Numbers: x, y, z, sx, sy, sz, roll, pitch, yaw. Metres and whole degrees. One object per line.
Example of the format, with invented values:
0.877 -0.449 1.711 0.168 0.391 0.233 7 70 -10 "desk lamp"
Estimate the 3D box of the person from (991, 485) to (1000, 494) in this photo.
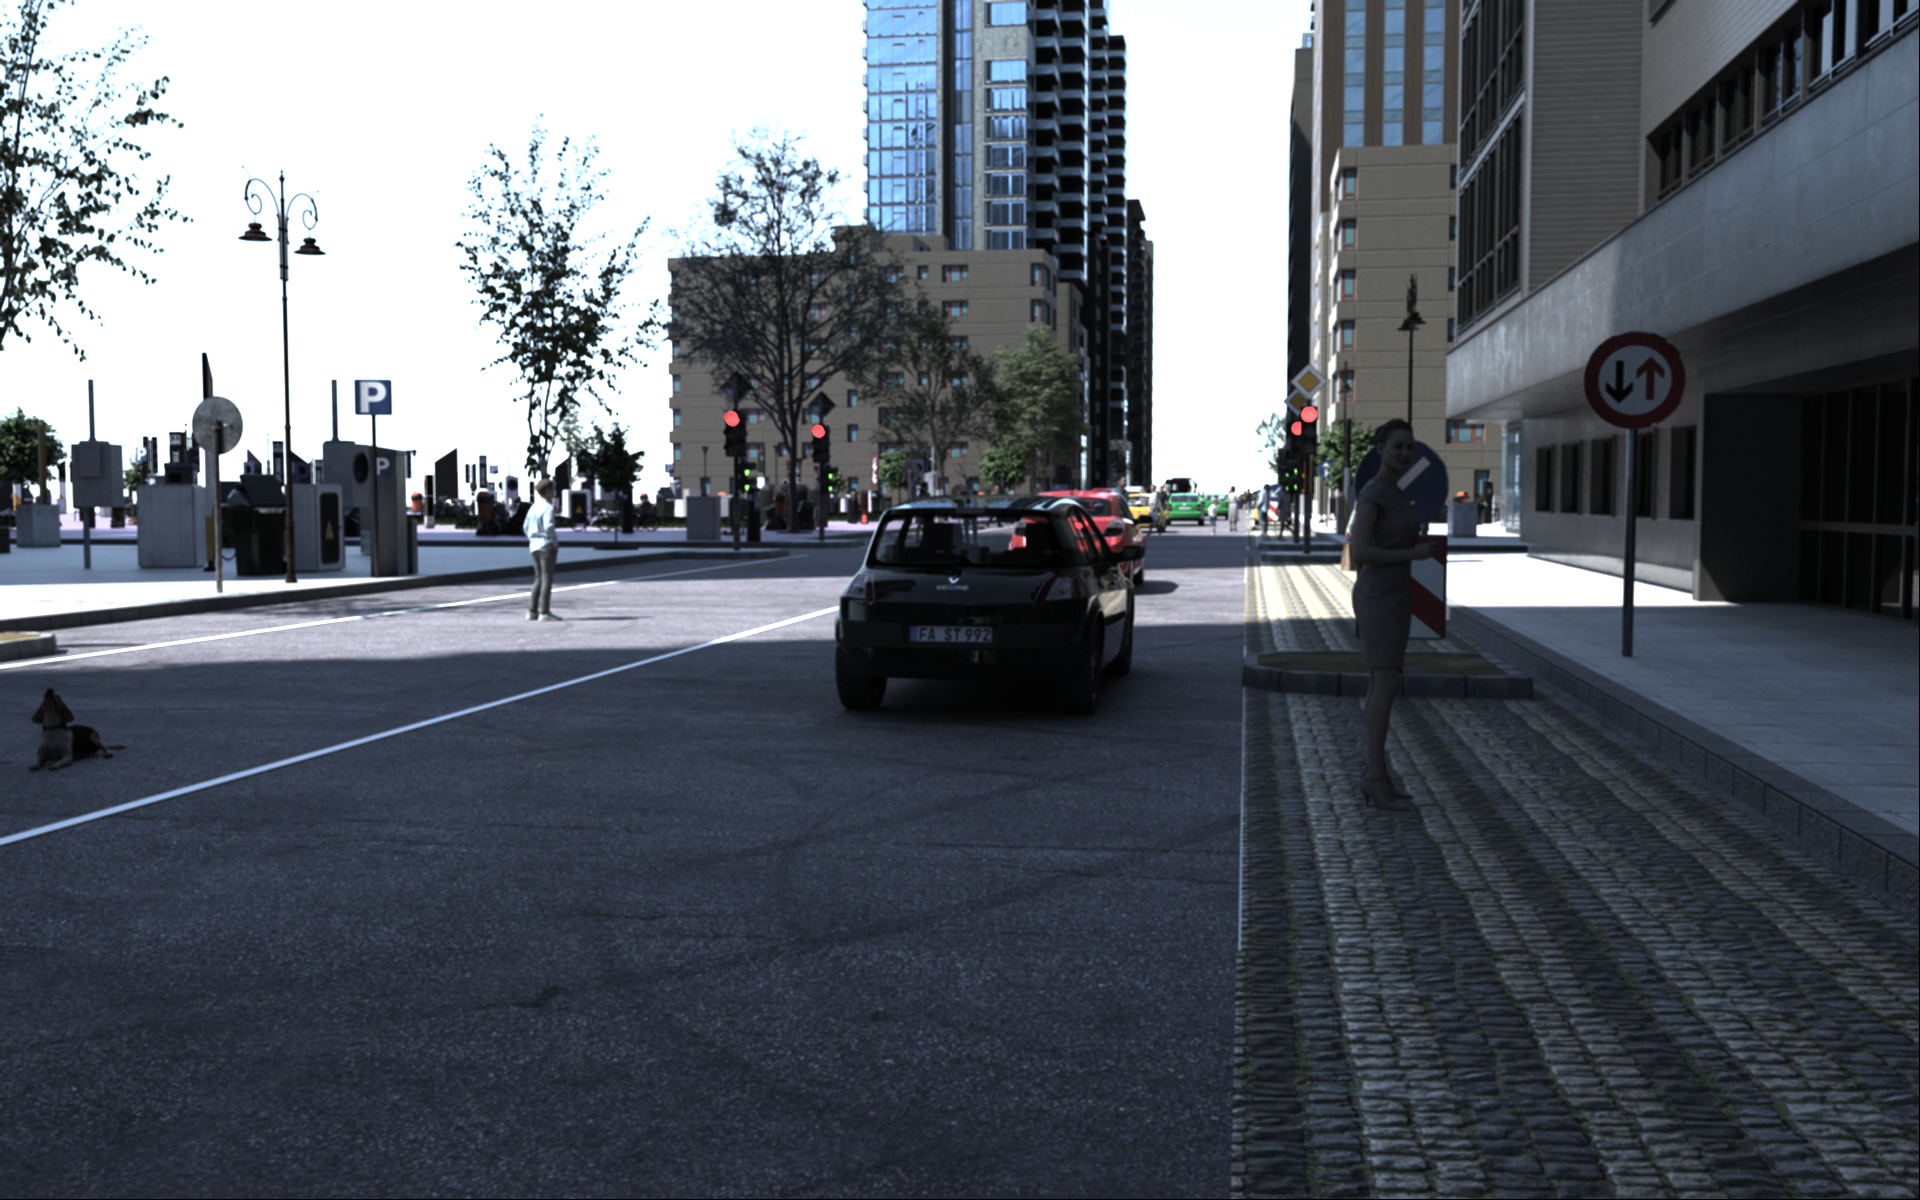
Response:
1.501 -4.043 74.517 0.836 1.842 0.656 0 4 8 "person"

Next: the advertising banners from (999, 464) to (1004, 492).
2.241 -6.454 101.706 0.090 3.025 2.074 1 4 20 "advertising banners"

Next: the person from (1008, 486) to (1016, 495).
2.578 -4.678 85.106 0.853 1.813 0.709 -3 4 -38 "person"

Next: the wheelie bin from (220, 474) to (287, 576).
-11.099 -1.189 27.341 0.693 1.594 0.980 2 4 32 "wheelie bin"

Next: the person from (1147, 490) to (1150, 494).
16.455 -8.712 150.958 0.705 1.821 1.348 -1 4 -17 "person"

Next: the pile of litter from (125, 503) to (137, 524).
-35.678 -3.756 75.370 1.176 0.858 1.719 1 4 21 "pile of litter"

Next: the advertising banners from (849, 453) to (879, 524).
-4.098 -4.760 74.012 0.090 3.025 2.074 -3 5 -41 "advertising banners"

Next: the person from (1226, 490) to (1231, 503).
20.643 -7.566 132.751 0.990 1.755 0.434 1 4 15 "person"

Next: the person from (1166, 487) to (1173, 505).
12.094 -5.635 100.405 0.659 1.850 0.755 2 4 26 "person"

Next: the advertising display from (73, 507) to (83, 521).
-41.172 -4.655 81.318 0.974 1.923 0.123 0 4 5 "advertising display"

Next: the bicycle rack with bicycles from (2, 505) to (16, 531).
-31.653 -2.643 56.588 2.852 0.926 2.925 -1 4 -11 "bicycle rack with bicycles"

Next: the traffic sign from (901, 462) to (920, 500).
-1.967 -4.187 68.568 0.768 2.556 0.104 1 4 14 "traffic sign"

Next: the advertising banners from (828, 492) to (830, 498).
-8.608 -6.910 109.171 0.090 3.025 2.074 2 4 31 "advertising banners"

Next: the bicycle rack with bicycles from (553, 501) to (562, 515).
-21.060 -4.899 93.473 2.852 0.926 2.925 0 4 2 "bicycle rack with bicycles"

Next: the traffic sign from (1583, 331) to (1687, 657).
5.278 -0.827 13.622 0.768 2.556 0.104 1 4 12 "traffic sign"

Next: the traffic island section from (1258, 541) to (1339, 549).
8.818 -1.407 45.286 2.009 0.180 2.903 1 4 9 "traffic island section"

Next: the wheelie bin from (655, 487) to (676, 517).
-12.679 -4.064 74.350 0.693 1.594 0.980 3 4 37 "wheelie bin"

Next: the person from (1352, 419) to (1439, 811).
2.011 0.049 8.046 0.374 1.781 0.599 2 4 32 "person"

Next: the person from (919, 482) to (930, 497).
-1.062 -2.593 51.139 0.529 1.795 0.600 1 4 12 "person"

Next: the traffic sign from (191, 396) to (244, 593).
-9.621 -1.365 22.431 0.768 2.556 0.104 1 4 13 "traffic sign"

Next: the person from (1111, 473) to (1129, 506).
2.965 -1.476 32.652 0.620 1.820 0.660 2 4 34 "person"

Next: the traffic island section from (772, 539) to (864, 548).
-3.801 -1.535 47.374 2.009 0.180 2.903 1 4 9 "traffic island section"

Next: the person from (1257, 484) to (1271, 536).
10.396 -3.082 59.152 0.793 1.790 0.793 1 4 12 "person"

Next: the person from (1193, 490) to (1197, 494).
20.880 -8.876 153.629 0.705 1.823 1.348 0 4 -6 "person"

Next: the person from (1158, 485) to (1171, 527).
8.467 -4.006 74.218 0.699 1.804 1.509 -1 4 -18 "person"

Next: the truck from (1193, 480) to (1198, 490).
30.218 -14.455 232.260 3.469 3.379 9.791 1 4 9 "truck"

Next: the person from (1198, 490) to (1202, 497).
19.825 -8.266 144.364 0.721 1.735 1.217 -3 4 -36 "person"

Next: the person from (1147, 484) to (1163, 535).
6.748 -3.127 59.972 0.624 1.780 0.694 0 4 7 "person"

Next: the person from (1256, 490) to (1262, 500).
23.904 -7.853 137.680 0.721 1.735 1.217 -1 4 -21 "person"

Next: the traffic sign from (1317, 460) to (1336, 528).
13.844 -3.986 65.272 0.768 2.556 0.104 1 4 11 "traffic sign"

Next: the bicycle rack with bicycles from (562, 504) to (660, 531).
-11.752 -2.869 60.291 2.925 0.926 2.852 1 4 16 "bicycle rack with bicycles"

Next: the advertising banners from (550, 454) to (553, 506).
-17.680 -4.817 74.943 0.090 3.025 2.074 -1 4 -9 "advertising banners"

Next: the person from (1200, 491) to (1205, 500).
21.879 -9.004 156.423 0.721 1.736 1.217 -1 4 -14 "person"

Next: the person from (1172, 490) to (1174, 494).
16.170 -7.535 132.235 0.617 1.759 0.750 -2 4 -28 "person"

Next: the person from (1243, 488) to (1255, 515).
19.801 -6.756 118.952 0.794 1.824 0.713 -1 4 -16 "person"

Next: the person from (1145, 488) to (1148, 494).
12.151 -6.380 112.922 0.767 1.812 0.694 -1 4 -15 "person"

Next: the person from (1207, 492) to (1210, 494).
22.991 -9.149 159.554 0.593 1.643 0.415 -2 4 -35 "person"

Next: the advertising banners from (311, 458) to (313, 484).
-31.734 -5.401 84.496 0.090 3.025 2.074 -1 4 -10 "advertising banners"

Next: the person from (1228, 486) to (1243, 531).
10.609 -3.530 66.791 0.480 1.755 0.524 3 5 41 "person"

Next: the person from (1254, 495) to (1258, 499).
27.857 -9.320 161.664 1.217 1.735 0.721 3 4 37 "person"

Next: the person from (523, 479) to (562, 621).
-4.693 -0.566 19.569 0.330 1.601 0.589 -2 4 -34 "person"

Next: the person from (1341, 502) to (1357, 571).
5.695 -0.930 24.192 0.515 1.767 0.782 -3 4 -36 "person"

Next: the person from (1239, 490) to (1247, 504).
26.045 -9.156 158.287 1.348 1.812 0.705 -2 4 -25 "person"

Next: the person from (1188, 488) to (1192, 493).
14.105 -5.934 105.795 0.520 1.790 0.573 3 4 39 "person"

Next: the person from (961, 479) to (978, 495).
0.306 -2.403 47.566 0.659 1.850 0.755 -1 4 -9 "person"

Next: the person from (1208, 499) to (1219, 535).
8.905 -2.919 60.916 0.352 1.250 0.332 -1 4 -11 "person"

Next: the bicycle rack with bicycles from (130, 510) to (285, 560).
-13.595 -1.202 33.040 2.852 0.926 2.925 0 4 4 "bicycle rack with bicycles"

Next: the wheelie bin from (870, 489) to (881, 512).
-5.111 -5.942 105.052 0.693 1.594 0.980 0 4 -4 "wheelie bin"

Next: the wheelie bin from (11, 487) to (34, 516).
-43.192 -4.394 79.757 0.693 1.594 0.980 2 4 30 "wheelie bin"

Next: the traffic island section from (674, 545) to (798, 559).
-5.106 -1.053 39.496 2.009 0.180 2.903 1 4 9 "traffic island section"

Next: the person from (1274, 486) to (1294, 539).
10.209 -2.752 54.250 0.760 1.731 0.466 2 4 27 "person"

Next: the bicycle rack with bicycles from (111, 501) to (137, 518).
-43.569 -4.792 91.731 2.925 0.926 2.852 2 4 26 "bicycle rack with bicycles"

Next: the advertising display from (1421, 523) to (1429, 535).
8.751 -1.677 32.629 0.123 1.923 0.974 1 4 12 "advertising display"

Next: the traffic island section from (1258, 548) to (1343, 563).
7.513 -0.925 37.408 2.009 0.180 2.903 1 4 9 "traffic island section"

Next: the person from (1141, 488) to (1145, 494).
8.913 -4.619 84.766 0.760 1.731 0.466 -1 4 -9 "person"

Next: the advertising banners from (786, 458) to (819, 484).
-8.044 -5.733 89.930 2.074 3.025 0.090 1 4 13 "advertising banners"
